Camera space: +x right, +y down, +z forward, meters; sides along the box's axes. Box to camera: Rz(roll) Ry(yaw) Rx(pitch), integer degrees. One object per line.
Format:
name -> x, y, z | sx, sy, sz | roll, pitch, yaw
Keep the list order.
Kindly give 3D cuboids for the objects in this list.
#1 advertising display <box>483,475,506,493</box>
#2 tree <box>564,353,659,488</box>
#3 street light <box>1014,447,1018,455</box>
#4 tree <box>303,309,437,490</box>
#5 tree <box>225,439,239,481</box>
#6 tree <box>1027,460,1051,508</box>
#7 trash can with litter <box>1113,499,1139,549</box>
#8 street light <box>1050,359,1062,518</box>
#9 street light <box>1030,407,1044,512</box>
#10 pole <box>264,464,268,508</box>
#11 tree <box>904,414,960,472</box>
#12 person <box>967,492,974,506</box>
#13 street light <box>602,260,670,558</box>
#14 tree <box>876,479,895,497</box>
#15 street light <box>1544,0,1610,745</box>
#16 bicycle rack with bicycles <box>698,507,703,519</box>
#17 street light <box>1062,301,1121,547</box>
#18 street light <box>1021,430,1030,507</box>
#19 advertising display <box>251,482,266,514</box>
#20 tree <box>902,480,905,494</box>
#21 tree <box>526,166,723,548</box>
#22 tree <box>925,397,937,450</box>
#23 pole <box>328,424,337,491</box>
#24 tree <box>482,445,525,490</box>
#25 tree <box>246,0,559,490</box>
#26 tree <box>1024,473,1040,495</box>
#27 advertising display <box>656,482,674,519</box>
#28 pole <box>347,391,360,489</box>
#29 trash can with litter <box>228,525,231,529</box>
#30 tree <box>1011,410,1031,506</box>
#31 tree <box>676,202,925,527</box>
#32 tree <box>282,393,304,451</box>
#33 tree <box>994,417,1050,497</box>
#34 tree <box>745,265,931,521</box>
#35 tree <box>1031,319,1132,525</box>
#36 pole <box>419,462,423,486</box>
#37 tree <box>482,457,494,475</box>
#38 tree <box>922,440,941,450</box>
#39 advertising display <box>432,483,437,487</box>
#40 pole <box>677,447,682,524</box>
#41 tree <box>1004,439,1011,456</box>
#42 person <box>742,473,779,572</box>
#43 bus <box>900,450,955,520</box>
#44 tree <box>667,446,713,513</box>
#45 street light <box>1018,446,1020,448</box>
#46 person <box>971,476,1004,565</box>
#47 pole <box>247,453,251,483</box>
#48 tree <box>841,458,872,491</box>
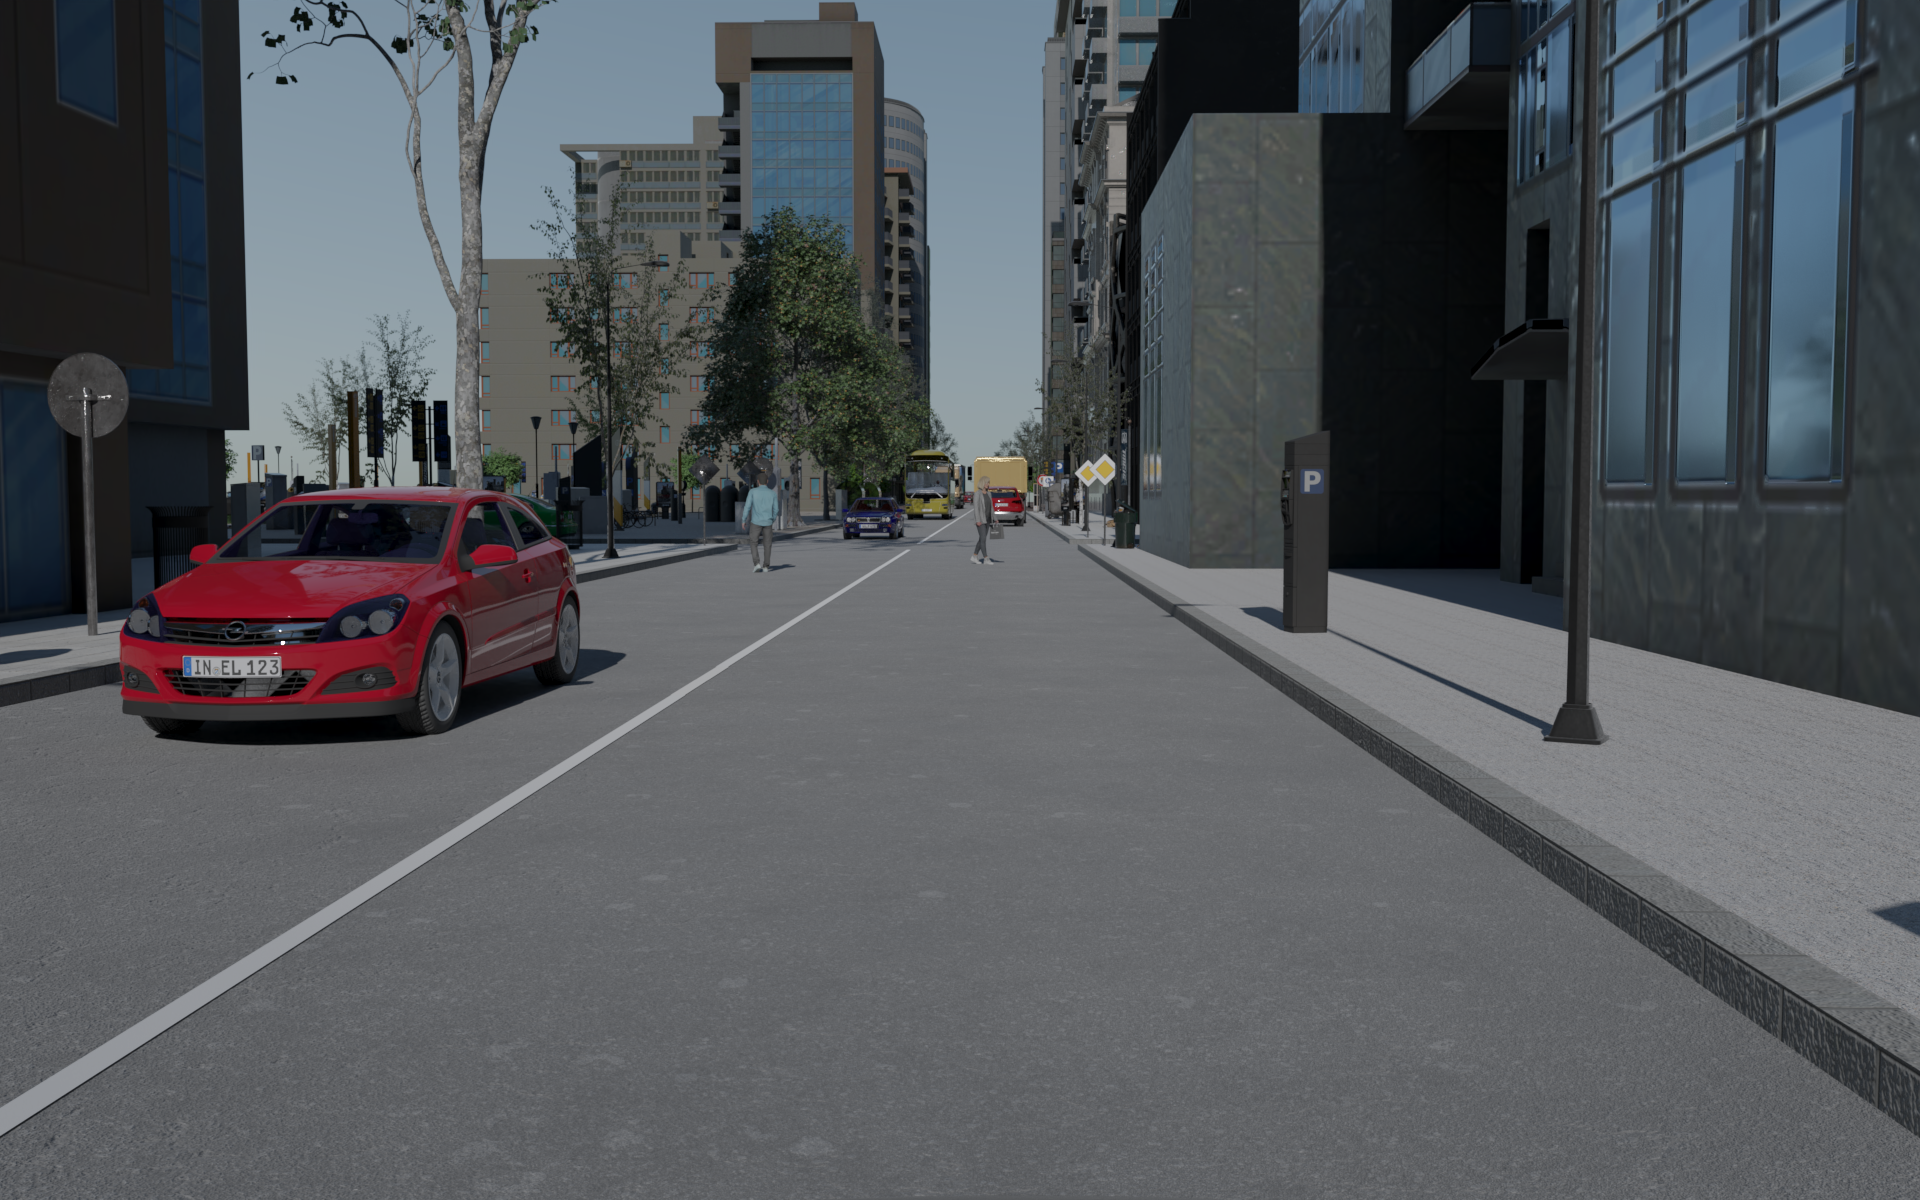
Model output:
advertising display -> -16.084, -3.324, 59.554 | 0.974, 1.923, 0.123 | 1, 4, 10
tree -> -17.165, -8.304, 86.125 | 4.737, 8.622, 4.395 | 0, 3, 0
street light -> 6.203, -11.998, 168.715 | 1.470, 5.913, 1.316 | 0, 4, 1
tree -> -22.729, -7.230, 68.580 | 4.360, 8.622, 3.978 | 0, 3, 0
tree -> -35.208, -5.904, 80.244 | 4.285, 4.588, 4.351 | 0, 3, 0
tree -> 7.019, -10.918, 162.222 | 4.285, 4.588, 4.351 | 0, 3, 0
trash can with litter -> 4.128, -1.792, 40.680 | 1.055, 1.170, 0.624 | 1, 4, 13
street light -> 3.810, -5.332, 59.719 | 1.470, 5.913, 1.316 | 0, 4, 1
street light -> 4.650, -7.358, 92.837 | 1.470, 5.913, 1.316 | 0, 4, 1
pole -> -47.343, -7.607, 118.214 | 0.158, 3.312, 0.155 | 0, 3, 0
tree -> -3.321, -16.356, 201.824 | 7.601, 10.594, 8.767 | 0, 4, 5
person -> 1.474, -12.645, 215.954 | 1.217, 1.735, 0.721 | 1, 4, 11
street light -> -6.469, -3.796, 34.600 | 1.470, 5.913, 1.316 | 0, 4, 1
tree -> -5.883, -8.360, 131.294 | 1.663, 3.219, 1.824 | 0, 3, 0
street light -> 2.673, -2.222, 8.866 | 1.470, 5.913, 1.316 | 0, 4, 1
bicycle rack with bicycles -> -12.067, -4.580, 88.267 | 2.852, 0.926, 2.925 | -2, 4, -35
street light -> 3.293, -4.239, 41.844 | 1.470, 5.913, 1.316 | 0, 4, 1
street light -> 5.327, -9.381, 125.924 | 1.470, 5.913, 1.316 | 0, 4, 1
advertising display -> -36.927, -5.270, 91.373 | 0.974, 1.923, 0.123 | -2, 4, -28
tree -> -5.120, -10.741, 170.223 | 1.663, 3.219, 1.824 | 0, 3, 0
tree -> -7.824, -5.450, 39.467 | 4.360, 8.622, 3.978 | 0, 3, 0
tree -> -6.038, -12.378, 119.381 | 9.611, 12.733, 9.660 | 0, 3, 0
pole -> -18.315, -3.469, 50.569 | 0.158, 3.312, 0.155 | 0, 3, 0
tree -> -31.019, -8.145, 116.886 | 4.285, 4.588, 4.351 | 0, 3, 0
tree -> -6.444, -10.434, 26.481 | 12.611, 20.169, 13.585 | 0, 3, 0
tree -> 6.758, -10.002, 158.135 | 1.663, 3.219, 1.824 | 0, 3, 0
advertising display -> -15.150, -5.125, 89.005 | 0.974, 1.923, 0.123 | -2, 4, -32
pole -> -12.027, -2.480, 34.392 | 0.158, 3.312, 0.155 | 0, 3, 0
trash can with litter -> -27.071, -3.265, 64.443 | 2.233, 1.210, 1.678 | 1, 4, 10
tree -> 6.727, -11.841, 143.965 | 4.360, 8.622, 3.978 | 0, 3, 0
tree -> -6.466, -9.254, 68.318 | 9.611, 12.733, 9.660 | 0, 3, 0
tree -> -32.874, -8.574, 90.548 | 4.360, 8.622, 3.978 | 0, 3, 0
tree -> 7.847, -16.794, 208.992 | 8.767, 10.594, 7.601 | 0, 4, -6
tree -> -6.614, -10.593, 83.560 | 12.009, 13.543, 11.850 | 0, 3, 0
tree -> 5.102, -7.458, 72.299 | 4.360, 8.622, 3.978 | 0, 3, 0
pole -> -26.099, -5.506, 83.861 | 0.158, 3.312, 0.155 | 0, 3, 0
tree -> -21.429, -5.067, 77.454 | 1.663, 3.219, 1.824 | 0, 3, 0
tree -> -3.877, -16.191, 215.089 | 4.360, 8.622, 3.978 | 0, 3, 0
advertising display -> -29.781, -5.749, 99.209 | 0.123, 1.923, 0.974 | 2, 4, 35
pole -> -12.049, -4.930, 74.451 | 0.158, 3.312, 0.155 | 0, 3, 0
tree -> 6.856, -14.276, 183.769 | 4.360, 8.622, 3.978 | 0, 3, 0
person -> -3.649, -1.421, 31.755 | 0.660, 1.820, 0.620 | -1, 4, -19
bus -> -1.694, -6.630, 99.944 | 2.896, 3.916, 12.252 | 0, 4, 1
tree -> -18.479, -8.270, 118.931 | 4.285, 4.588, 4.351 | 0, 3, 0
street light -> 5.474, -9.976, 135.644 | 1.470, 5.913, 1.316 | 0, 4, 1
person -> 0.517, -1.631, 35.351 | 0.728, 1.800, 0.709 | 3, 5, 45
pole -> -34.882, -5.577, 85.027 | 0.158, 3.312, 0.155 | 0, 3, 0
tree -> -5.803, -6.104, 94.399 | 1.663, 3.219, 1.824 | 0, 3, 0
